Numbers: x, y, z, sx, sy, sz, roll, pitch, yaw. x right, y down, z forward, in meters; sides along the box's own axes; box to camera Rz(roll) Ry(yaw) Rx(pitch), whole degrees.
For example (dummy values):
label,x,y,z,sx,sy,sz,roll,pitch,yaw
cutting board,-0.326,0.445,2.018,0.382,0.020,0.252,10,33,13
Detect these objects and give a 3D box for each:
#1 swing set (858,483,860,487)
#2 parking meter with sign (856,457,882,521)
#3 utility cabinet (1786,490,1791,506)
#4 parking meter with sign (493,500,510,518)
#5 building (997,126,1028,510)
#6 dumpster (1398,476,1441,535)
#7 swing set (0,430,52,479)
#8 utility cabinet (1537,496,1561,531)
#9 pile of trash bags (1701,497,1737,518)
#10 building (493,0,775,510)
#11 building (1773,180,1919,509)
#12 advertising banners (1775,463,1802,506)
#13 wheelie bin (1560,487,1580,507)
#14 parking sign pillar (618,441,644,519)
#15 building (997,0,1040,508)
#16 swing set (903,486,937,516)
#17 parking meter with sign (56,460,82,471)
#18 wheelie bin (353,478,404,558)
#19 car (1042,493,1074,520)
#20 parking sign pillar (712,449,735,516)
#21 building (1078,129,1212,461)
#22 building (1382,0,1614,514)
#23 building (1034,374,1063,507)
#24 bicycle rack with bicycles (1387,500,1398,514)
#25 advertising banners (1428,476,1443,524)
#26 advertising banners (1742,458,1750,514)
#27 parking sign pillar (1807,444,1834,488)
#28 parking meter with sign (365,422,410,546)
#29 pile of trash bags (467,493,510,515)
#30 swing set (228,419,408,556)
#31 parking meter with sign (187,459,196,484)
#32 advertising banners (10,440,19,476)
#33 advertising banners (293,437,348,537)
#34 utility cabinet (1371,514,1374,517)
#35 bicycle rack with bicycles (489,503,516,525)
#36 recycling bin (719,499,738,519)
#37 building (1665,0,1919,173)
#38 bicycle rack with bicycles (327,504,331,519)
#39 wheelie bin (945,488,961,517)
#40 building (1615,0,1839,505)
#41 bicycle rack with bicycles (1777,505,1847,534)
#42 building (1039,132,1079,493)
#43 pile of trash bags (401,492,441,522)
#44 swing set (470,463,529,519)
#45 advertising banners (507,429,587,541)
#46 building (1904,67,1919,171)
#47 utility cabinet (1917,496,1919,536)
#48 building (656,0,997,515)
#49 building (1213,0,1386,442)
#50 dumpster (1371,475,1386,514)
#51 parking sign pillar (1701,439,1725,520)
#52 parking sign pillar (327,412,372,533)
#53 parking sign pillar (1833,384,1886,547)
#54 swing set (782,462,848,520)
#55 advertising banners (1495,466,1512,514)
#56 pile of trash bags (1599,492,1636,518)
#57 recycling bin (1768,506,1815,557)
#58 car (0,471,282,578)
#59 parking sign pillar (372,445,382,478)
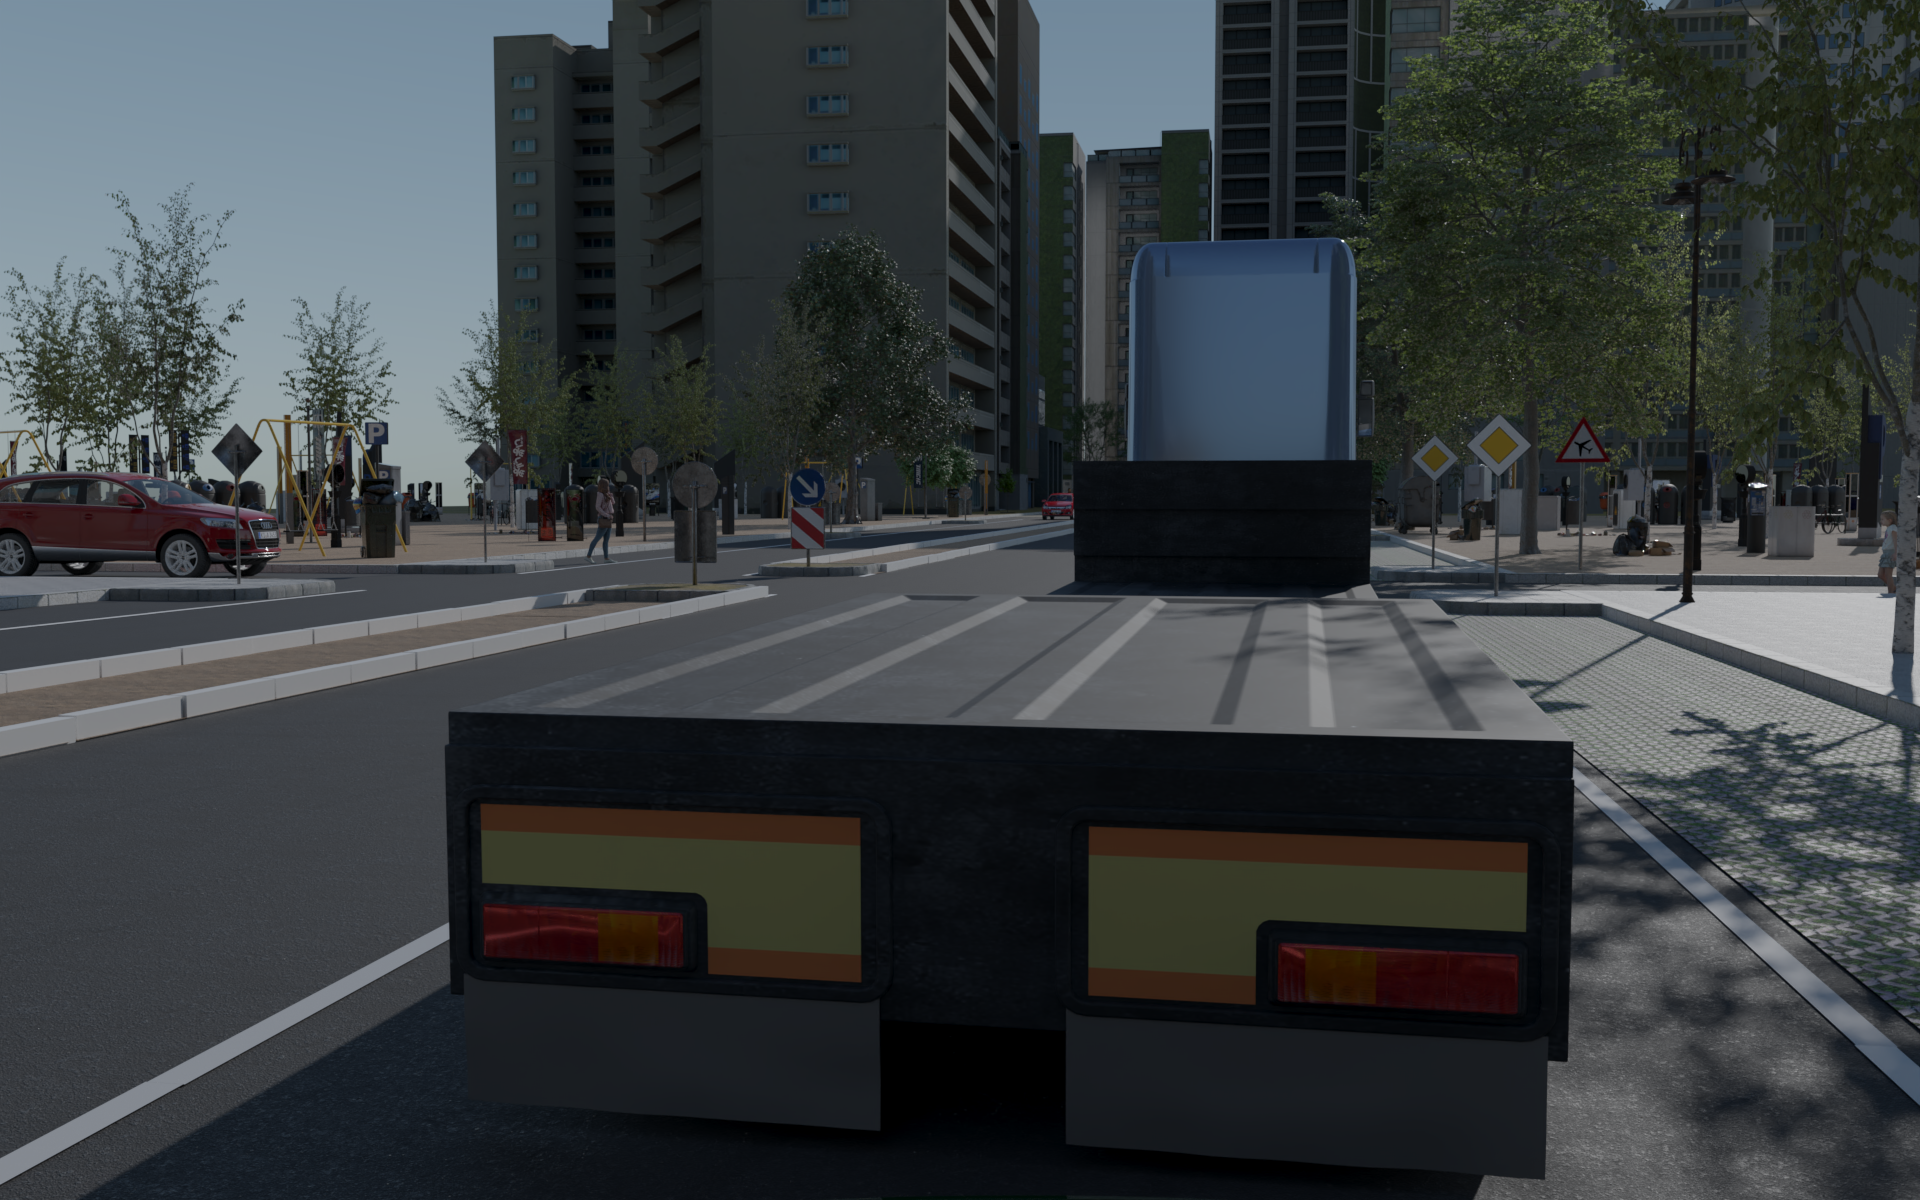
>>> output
label,x,y,z,sx,sy,sz,roll,pitch,yaw
swing set,-7.178,-6.707,107.285,2.862,2.851,3.119,1,4,15
parking meter with sign,-4.345,-5.243,81.988,0.543,3.016,1.738,2,4,33
utility cabinet,44.950,-5.164,93.117,1.173,1.500,0.318,-2,4,-24
parking meter with sign,-24.395,-5.861,92.082,0.543,3.016,1.738,-3,5,-45
building,-2.477,-22.343,137.002,14.160,30.474,14.107,1,4,10
dumpster,14.750,-3.048,55.589,1.264,1.857,1.865,1,4,10
swing set,-23.685,-2.776,43.007,3.119,2.851,2.862,3,5,41
utility cabinet,20.650,-3.056,61.134,1.020,1.237,0.306,3,5,43
pile of trash bags,41.963,-5.231,95.272,3.447,1.369,1.912,-1,4,-20
building,-32.548,-33.743,175.397,21.600,48.544,21.300,1,4,10
building,81.488,-23.720,159.525,14.107,30.474,14.160,1,4,10
advertising banners,46.675,-6.231,98.068,0.090,3.025,2.074,-2,4,-31
wheelie bin,27.340,-4.258,77.527,0.980,1.594,0.693,0,4,3
parking sign pillar,-16.738,-6.100,88.199,1.447,3.967,1.447,-3,4,-37
building,-0.851,-30.621,150.756,14.600,45.320,14.200,1,4,10
swing set,-1.862,-6.546,104.651,3.119,2.851,2.862,1,4,10
parking meter with sign,-45.811,-5.723,89.840,1.738,3.016,0.543,-1,4,-17
wheelie bin,-11.692,-1.651,34.910,0.980,1.594,0.693,-2,4,-29
car,5.743,-5.415,97.579,2.155,1.783,4.494,1,4,12
parking sign pillar,-13.983,-6.976,102.533,1.447,3.967,1.447,-2,4,-24
building,21.611,-31.473,198.175,14.086,41.232,14.154,1,4,10
building,36.060,-26.609,118.657,14.154,41.232,14.086,1,4,10
building,-6.522,-52.344,168.503,31.000,86.520,22.319,1,4,10
bicycle rack with bicycles,25.356,-5.332,100.555,2.925,0.926,2.852,-1,4,-20
advertising banners,20.320,-4.766,74.104,0.090,3.025,2.074,0,4,-1
advertising banners,33.726,-4.774,74.241,0.090,3.025,2.074,2,4,31
parking sign pillar,44.034,-6.119,88.519,1.447,3.967,1.447,0,4,7
parking meter with sign,-14.103,-2.848,42.825,0.543,3.016,1.738,0,4,1
pile of trash bags,-28.670,-5.825,104.987,3.447,1.369,1.912,2,4,35
swing set,-14.035,-2.419,37.176,2.862,2.851,3.119,1,4,17
parking meter with sign,-37.922,-5.461,85.550,0.543,3.016,1.738,-2,4,-33
advertising banners,-30.977,-3.661,56.045,0.090,3.025,2.074,0,4,0
advertising banners,-19.449,-3.441,52.449,0.090,3.025,2.074,3,5,40
utility cabinet,22.576,-5.332,95.864,0.318,1.500,1.173,0,4,-4
bicycle rack with bicycles,-18.374,-3.592,72.110,2.852,0.926,2.925,-1,4,-17
recycling bin,-11.753,-4.605,87.852,0.722,1.027,0.722,1,4,22
building,92.459,-39.521,188.165,28.212,58.520,21.231,1,4,10
bicycle rack with bicycles,-31.613,-4.747,90.998,2.925,0.926,2.852,2,4,32
wheelie bin,-0.342,-5.331,95.075,0.980,1.594,0.693,0,4,-2
building,47.685,-27.162,135.972,32.217,40.220,23.993,1,4,10
bicycle rack with bicycles,27.894,-2.658,56.834,2.925,0.926,2.852,-1,4,-18
building,6.916,-31.584,199.993,14.086,41.232,14.154,1,4,10
pile of trash bags,-25.637,-4.259,79.379,1.912,1.369,3.447,2,4,32
swing set,-23.379,-5.500,87.548,3.119,2.851,2.862,-1,4,-15
advertising banners,-11.206,-3.110,47.035,2.074,3.025,0.090,0,4,-7
building,95.574,-29.002,157.780,14.086,41.232,14.154,1,4,10
utility cabinet,29.177,-2.525,52.450,1.020,1.237,0.306,2,4,33
building,-9.555,-30.298,119.078,21.300,48.544,21.600,1,4,10
building,39.497,-46.405,196.971,20.611,71.187,20.563,1,4,10
dumpster,19.269,-4.845,81.712,1.502,2.255,1.985,1,4,10
parking sign pillar,37.290,-5.956,85.853,1.447,3.967,1.447,-3,5,-43
parking sign pillar,-20.488,-4.225,57.551,1.447,3.967,1.447,-1,4,-23
parking sign pillar,22.601,-3.330,42.920,1.447,3.967,1.447,2,4,33
swing set,-7.147,-5.325,84.682,3.119,2.851,2.862,-1,4,-17
advertising banners,30.691,-6.222,97.919,2.074,3.025,0.090,-3,4,-36
pile of trash bags,36.388,-5.159,94.107,3.447,1.369,1.912,0,4,-7
recycling bin,17.129,-1.415,35.686,0.722,1.027,0.722,1,4,10
car,-14.286,-1.287,29.710,5.304,1.827,2.281,1,4,9
parking sign pillar,-25.165,-5.243,74.203,1.447,3.967,1.447,0,4,1
